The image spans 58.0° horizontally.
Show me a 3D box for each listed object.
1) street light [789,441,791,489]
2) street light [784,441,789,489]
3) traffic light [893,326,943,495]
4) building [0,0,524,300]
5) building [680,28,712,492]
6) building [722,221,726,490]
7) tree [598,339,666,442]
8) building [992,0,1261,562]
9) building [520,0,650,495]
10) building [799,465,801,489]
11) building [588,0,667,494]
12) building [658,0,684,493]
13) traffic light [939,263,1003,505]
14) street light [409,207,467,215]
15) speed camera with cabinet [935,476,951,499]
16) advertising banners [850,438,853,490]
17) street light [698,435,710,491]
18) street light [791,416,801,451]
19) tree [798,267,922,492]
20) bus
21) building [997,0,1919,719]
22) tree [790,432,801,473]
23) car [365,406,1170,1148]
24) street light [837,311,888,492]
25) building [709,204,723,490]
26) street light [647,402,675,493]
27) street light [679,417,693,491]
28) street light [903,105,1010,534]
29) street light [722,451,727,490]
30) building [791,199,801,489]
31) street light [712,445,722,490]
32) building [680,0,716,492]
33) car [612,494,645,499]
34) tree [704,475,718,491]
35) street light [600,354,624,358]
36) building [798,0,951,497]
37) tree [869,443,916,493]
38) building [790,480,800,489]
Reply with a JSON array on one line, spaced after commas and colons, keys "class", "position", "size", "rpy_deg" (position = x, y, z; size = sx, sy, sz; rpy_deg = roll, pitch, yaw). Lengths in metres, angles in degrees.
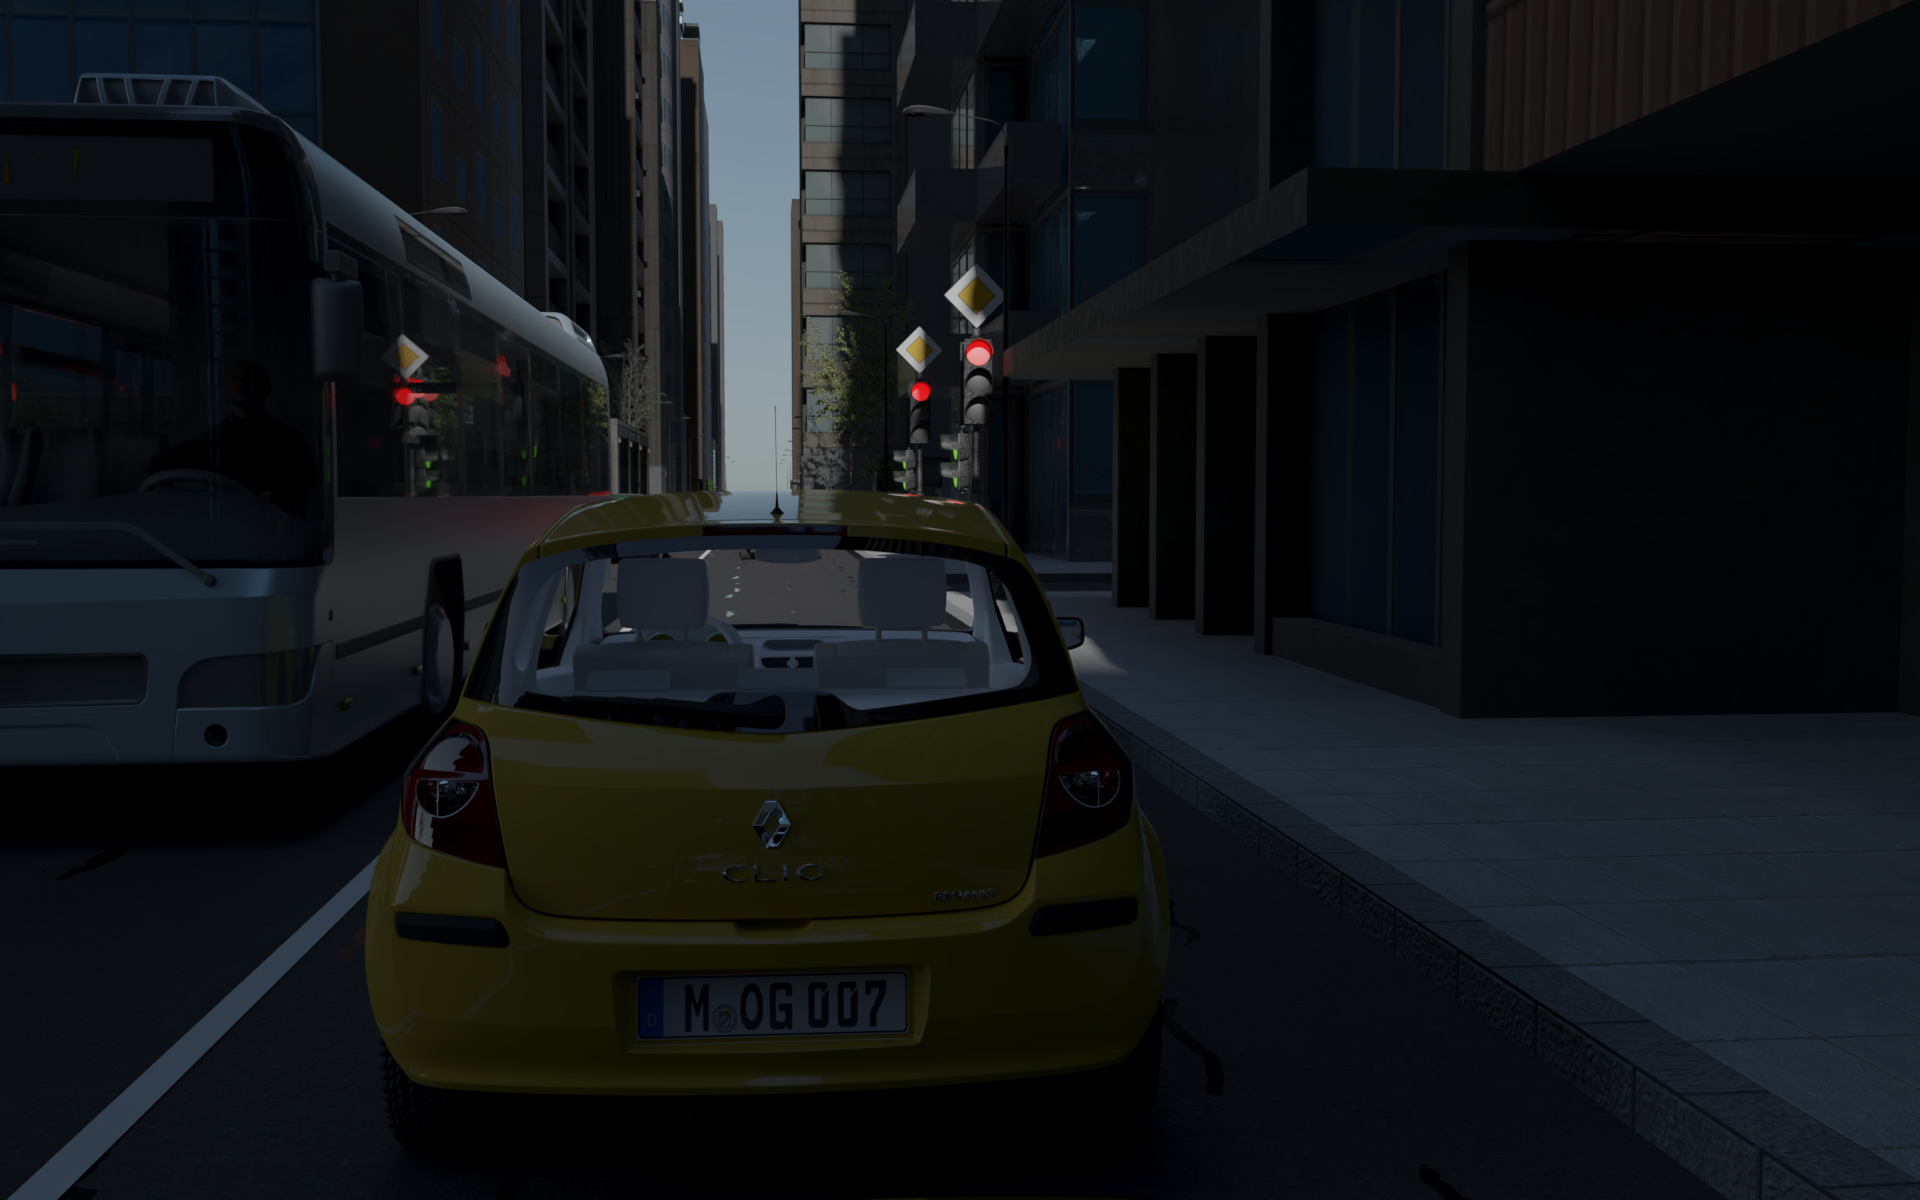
[{"class": "street light", "position": [-11.042, -9.095, 121.243], "size": [1.470, 5.913, 1.316], "rpy_deg": [0, 4, -6]}, {"class": "street light", "position": [-14.284, -10.889, 150.582], "size": [1.470, 5.913, 1.316], "rpy_deg": [0, 4, -6]}, {"class": "traffic light", "position": [-0.701, -2.460, 29.138], "size": [0.839, 4.253, 0.868], "rpy_deg": [0, 4, -6]}, {"class": "building", "position": [-18.125, -23.793, 39.124], "size": [14.600, 45.320, 14.200], "rpy_deg": [0, 4, -6]}, {"class": "building", "position": [-31.867, -31.667, 167.864], "size": [14.600, 45.320, 14.200], "rpy_deg": [0, 4, -6]}, {"class": "building", "position": [-41.391, -34.711, 251.114], "size": [14.154, 41.232, 14.086], "rpy_deg": [0, 4, -6]}, {"class": "tree", "position": [-15.881, -8.009, 81.308], "size": [4.360, 8.622, 3.978], "rpy_deg": [0, 3, 0]}, {"class": "building", "position": [13.664, -25.837, 42.042], "size": [30.456, 49.044, 23.786], "rpy_deg": [0, 4, -6]}, {"class": "building", "position": [-22.398, -38.234, 63.376], "size": [20.563, 71.187, 20.611], "rpy_deg": [0, 4, -6]}, {"class": "building", "position": [-2.601, -42.852, 138.875], "size": [20.563, 71.187, 20.611], "rpy_deg": [0, 4, -6]}, {"class": "building", "position": [-23.385, -19.637, 92.769], "size": [14.160, 30.474, 14.107], "rpy_deg": [0, 4, -6]}, {"class": "building", "position": [-29.816, -35.030, 114.742], "size": [21.231, 58.520, 28.212], "rpy_deg": [0, 4, -6]}, {"class": "traffic light", "position": [0.176, -1.974, 21.201], "size": [0.839, 4.253, 0.868], "rpy_deg": [0, 4, -6]}, {"class": "street light", "position": [-8.676, -3.400, 28.135], "size": [1.470, 5.913, 1.316], "rpy_deg": [0, 4, -6]}, {"class": "speed camera with cabinet", "position": [-0.418, -3.789, 56.280], "size": [0.660, 3.252, 2.038], "rpy_deg": [0, 4, -7]}, {"class": "advertising banners", "position": [-3.293, -3.437, 52.379], "size": [0.090, 3.025, 2.074], "rpy_deg": [0, 4, -4]}, {"class": "street light", "position": [-20.486, -9.941, 135.069], "size": [1.470, 5.913, 1.316], "rpy_deg": [0, 4, -6]}, {"class": "street light", "position": [-9.169, -8.003, 103.398], "size": [1.470, 5.913, 1.316], "rpy_deg": [0, 4, -6]}, {"class": "tree", "position": [-2.992, -6.428, 55.467], "size": [4.737, 8.622, 4.395], "rpy_deg": [0, 3, 0]}, {"class": "bus", "position": [-4.447, -1.072, 12.388], "size": [2.948, 3.499, 13.247], "rpy_deg": [0, 4, -6]}, {"class": "building", "position": [12.682, -21.560, 7.132], "size": [22.147, 44.769, 28.867], "rpy_deg": [0, 4, -6]}, {"class": "tree", "position": [-16.956, -14.881, 193.663], "size": [4.360, 8.622, 3.978], "rpy_deg": [0, 3, 0]}, {"class": "car", "position": [-0.530, 0.302, 5.282], "size": [2.015, 1.641, 3.980], "rpy_deg": [0, 4, -5]}, {"class": "street light", "position": [-2.429, -4.382, 44.183], "size": [1.470, 5.913, 1.316], "rpy_deg": [0, 4, -6]}, {"class": "building", "position": [-40.269, -33.827, 236.662], "size": [14.154, 41.232, 14.086], "rpy_deg": [0, 4, -6]}, {"class": "street light", "position": [-15.127, -7.000, 86.994], "size": [1.470, 5.913, 1.316], "rpy_deg": [0, 4, -6]}, {"class": "street light", "position": [-16.993, -8.078, 104.614], "size": [1.470, 5.913, 1.316], "rpy_deg": [0, 4, -6]}, {"class": "street light", "position": [0.016, -2.960, 20.931], "size": [1.470, 5.913, 1.316], "rpy_deg": [0, 4, -6]}, {"class": "street light", "position": [-26.205, -13.109, 186.875], "size": [1.470, 5.913, 1.316], "rpy_deg": [0, 4, -6]}, {"class": "building", "position": [-17.882, -37.045, 255.800], "size": [14.600, 45.320, 14.200], "rpy_deg": [0, 4, -6]}, {"class": "street light", "position": [-23.640, -11.741, 164.512], "size": [1.470, 5.913, 1.316], "rpy_deg": [0, 4, -6]}, {"class": "building", "position": [-41.368, -55.037, 212.521], "size": [22.319, 86.520, 31.000], "rpy_deg": [0, 4, -6]}, {"class": "car", "position": [-7.267, -1.565, 37.389], "size": [2.131, 1.459, 4.920], "rpy_deg": [0, 4, -7]}, {"class": "tree", "position": [-25.887, -11.313, 179.568], "size": [1.663, 3.219, 1.824], "rpy_deg": [0, 3, 0]}, {"class": "street light", "position": [-11.865, -5.207, 57.668], "size": [1.470, 5.913, 1.316], "rpy_deg": [0, 4, -6]}, {"class": "building", "position": [0.723, -23.472, 67.369], "size": [14.154, 41.232, 14.086], "rpy_deg": [0, 4, -6]}, {"class": "tree", "position": [-2.550, -3.950, 59.185], "size": [1.663, 3.219, 1.824], "rpy_deg": [0, 3, 0]}, {"class": "building", "position": [-6.991, -33.389, 237.792], "size": [32.217, 40.220, 23.993], "rpy_deg": [0, 4, -6]}]
